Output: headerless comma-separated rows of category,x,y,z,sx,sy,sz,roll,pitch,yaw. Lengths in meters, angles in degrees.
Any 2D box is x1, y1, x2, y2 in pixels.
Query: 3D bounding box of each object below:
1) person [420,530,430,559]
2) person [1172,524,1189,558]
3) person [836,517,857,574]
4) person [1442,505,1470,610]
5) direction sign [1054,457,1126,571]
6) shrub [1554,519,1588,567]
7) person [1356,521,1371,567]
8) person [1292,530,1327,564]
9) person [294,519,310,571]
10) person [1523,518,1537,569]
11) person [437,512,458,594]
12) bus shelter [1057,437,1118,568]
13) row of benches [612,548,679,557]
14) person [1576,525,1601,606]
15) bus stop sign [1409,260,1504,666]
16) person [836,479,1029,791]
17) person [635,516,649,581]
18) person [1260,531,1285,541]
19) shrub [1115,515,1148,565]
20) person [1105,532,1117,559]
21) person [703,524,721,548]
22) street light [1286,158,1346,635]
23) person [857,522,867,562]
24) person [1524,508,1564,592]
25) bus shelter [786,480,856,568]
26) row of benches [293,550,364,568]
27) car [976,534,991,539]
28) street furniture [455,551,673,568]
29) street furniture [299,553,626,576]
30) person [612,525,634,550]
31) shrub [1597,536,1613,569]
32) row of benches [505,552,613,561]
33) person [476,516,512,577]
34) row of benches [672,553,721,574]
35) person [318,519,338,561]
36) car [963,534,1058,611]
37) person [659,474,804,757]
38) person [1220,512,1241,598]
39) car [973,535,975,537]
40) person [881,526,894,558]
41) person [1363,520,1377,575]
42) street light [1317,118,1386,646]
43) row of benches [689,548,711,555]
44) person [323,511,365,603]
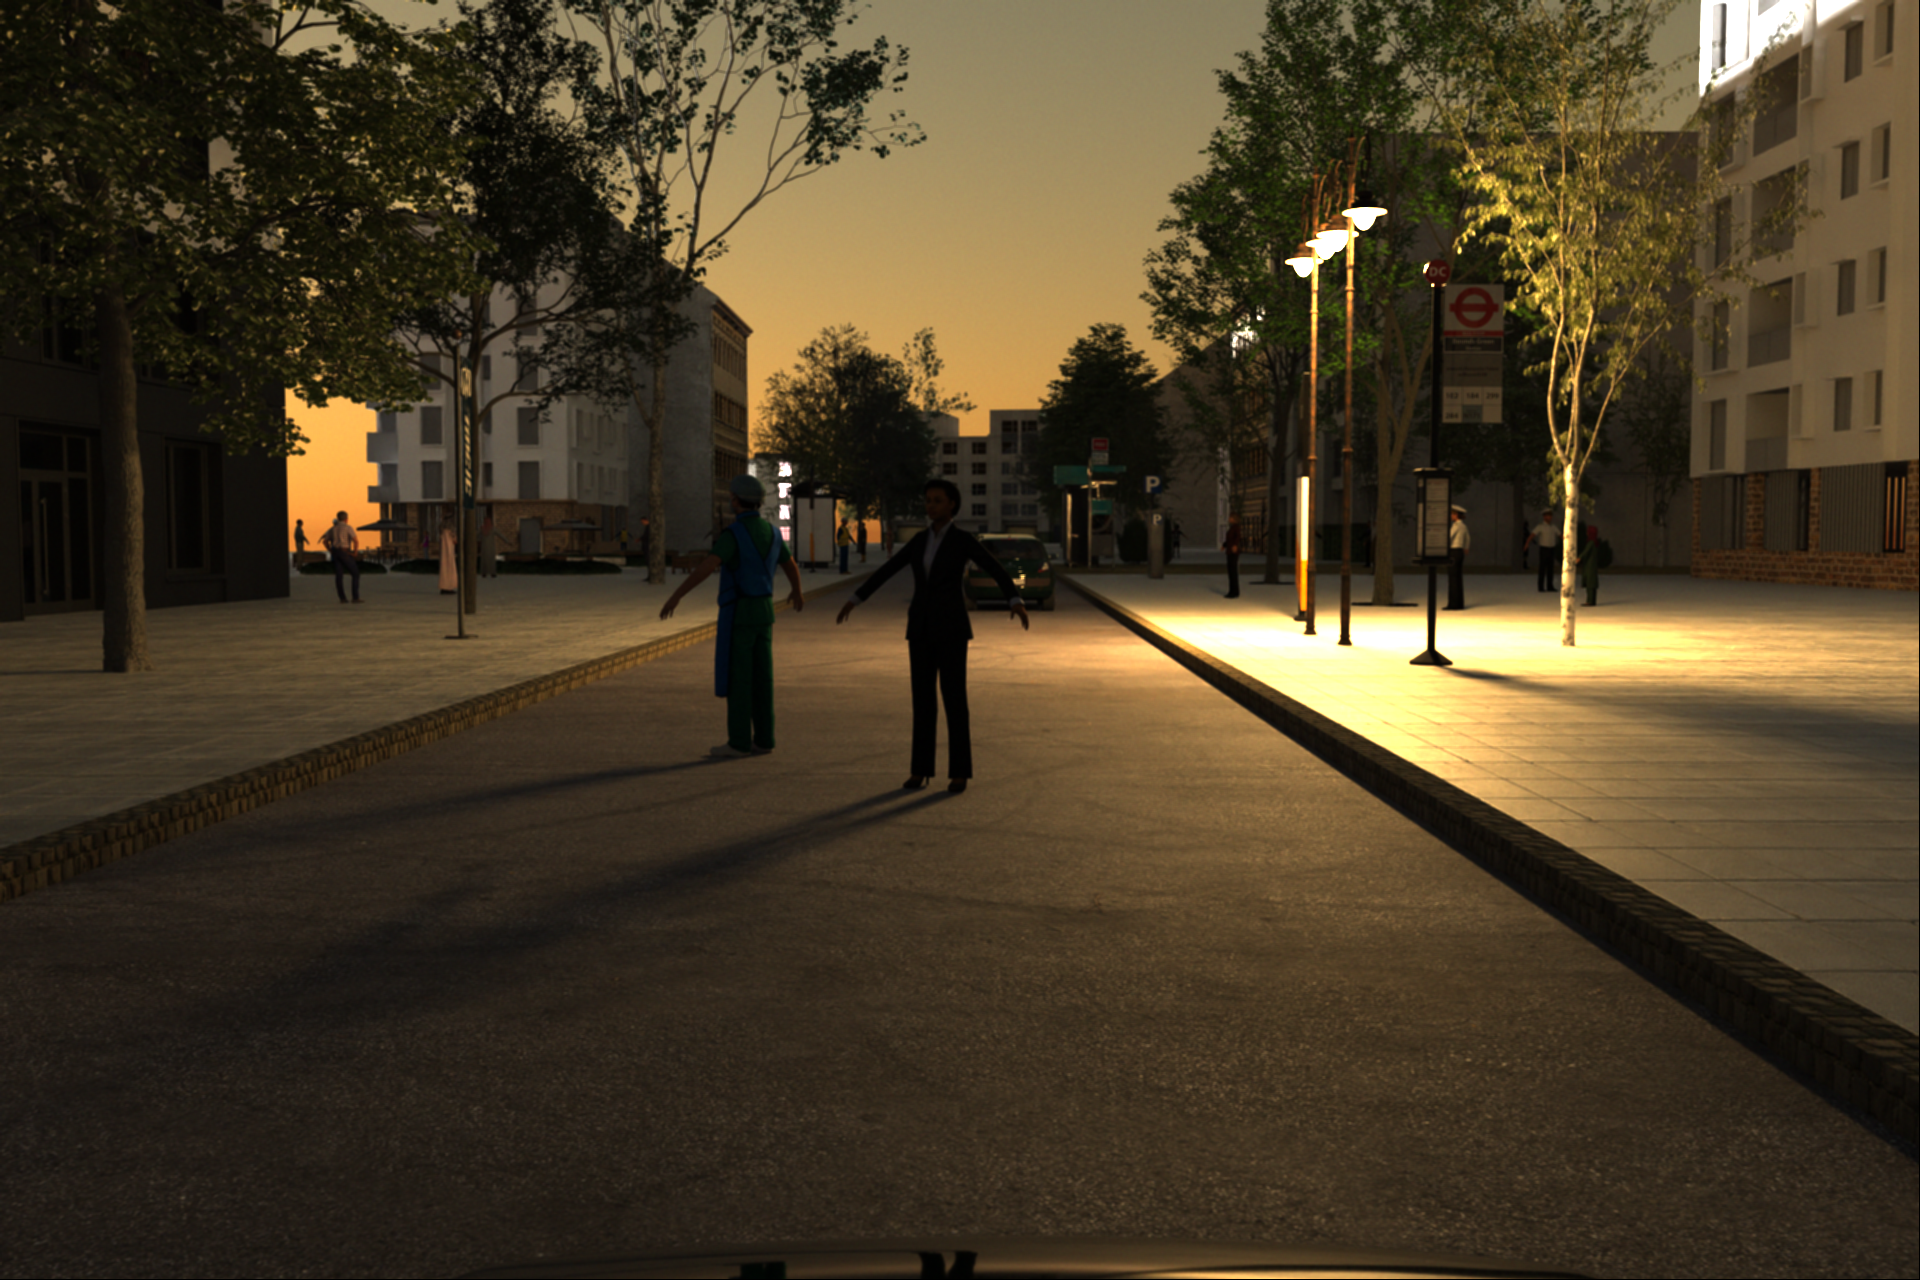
person,-21.077,-3.604,68.192,0.599,1.433,0.991,0,4,-4
person,11.768,-5.383,94.149,1.345,1.843,0.704,1,4,16
person,-3.670,-3.016,55.283,0.705,1.833,1.349,1,4,21
person,8.313,-1.395,29.277,0.721,1.778,1.216,3,5,41
direction sign,4.521,-4.339,59.704,2.525,3.948,1.411,0,4,0
shrub,24.074,-3.886,67.957,1.690,2.028,1.600,0,3,0
person,15.795,-3.710,66.888,0.704,1.802,1.346,-2,4,-24
person,13.984,-3.889,69.348,1.354,1.858,0.705,1,4,17
person,-23.099,-3.328,60.681,0.705,1.796,1.348,-3,4,-37
person,20.642,-3.517,63.290,1.354,1.856,0.705,-3,5,-44
person,-10.868,-1.843,36.850,0.551,1.740,0.621,3,4,36
bus shelter,5.043,-5.628,69.652,2.179,5.291,8.768,0,4,2
row of benches,-13.574,-3.654,75.204,1.422,0.672,4.104,2,4,27
person,11.188,-1.325,30.874,0.599,1.438,0.989,3,5,39
bus stop sign,4.858,-1.727,16.937,0.855,3.939,0.416,0,4,0
person,-0.152,-0.030,9.665,1.216,1.740,0.721,2,4,29
person,-8.562,-2.479,47.028,0.568,1.767,0.683,-2,4,-31
person,16.602,-5.269,92.077,1.347,1.837,0.705,1,4,14
shrub,7.383,-4.208,72.835,1.661,2.075,1.752,0,3,0
person,7.788,-5.158,90.526,1.347,1.806,0.705,1,4,14
person,-12.623,-5.099,89.498,1.348,1.813,0.705,0,4,5
street light,4.453,-3.000,21.843,0.468,5.910,1.993,0,4,1
person,-4.420,-4.420,78.398,0.704,1.812,1.346,-1,4,-15
person,13.069,-2.001,38.509,1.343,1.855,0.704,-1,4,-19
bus shelter,-5.324,-4.473,67.061,2.014,3.302,5.546,0,4,3
row of benches,-24.642,-3.081,65.842,4.104,0.672,1.422,-3,5,-39
car,1.593,-5.458,99.465,2.015,1.641,3.980,0,4,0
street furniture,-14.786,-3.150,67.127,10.072,0.657,5.734,-3,5,-40
street furniture,-15.661,-2.463,55.894,10.072,0.657,5.734,0,4,5
person,-18.445,-5.409,94.897,1.216,1.772,0.721,-2,4,-28
shrub,23.686,-3.239,64.081,1.383,1.207,1.383,0,3,0
row of benches,-13.839,-2.761,60.605,4.104,0.672,1.422,0,4,7
person,-13.988,-2.767,51.382,1.347,1.811,0.704,0,4,-3
row of benches,-8.585,-2.585,57.723,1.422,0.672,4.104,1,4,11
person,-22.737,-3.503,63.132,1.347,1.847,0.705,0,4,-7
car,0.933,-1.460,33.660,2.009,1.686,4.222,0,4,0
person,-1.405,-0.163,11.247,0.704,1.817,1.347,2,4,33
person,5.394,-1.704,34.669,0.721,1.729,1.215,0,4,-3
car,0.585,-8.299,147.695,2.014,1.417,4.499,0,4,1
person,-3.803,-5.188,91.620,0.721,1.733,1.217,-2,4,-33
person,12.907,-2.885,53.938,0.721,1.736,1.217,-1,4,-17
street light,4.447,-2.877,19.831,0.468,5.910,1.993,0,4,1
row of benches,-10.152,-3.641,74.992,4.104,0.672,1.422,2,4,35
person,-11.472,-1.550,32.318,0.756,1.711,0.436,2,4,26
